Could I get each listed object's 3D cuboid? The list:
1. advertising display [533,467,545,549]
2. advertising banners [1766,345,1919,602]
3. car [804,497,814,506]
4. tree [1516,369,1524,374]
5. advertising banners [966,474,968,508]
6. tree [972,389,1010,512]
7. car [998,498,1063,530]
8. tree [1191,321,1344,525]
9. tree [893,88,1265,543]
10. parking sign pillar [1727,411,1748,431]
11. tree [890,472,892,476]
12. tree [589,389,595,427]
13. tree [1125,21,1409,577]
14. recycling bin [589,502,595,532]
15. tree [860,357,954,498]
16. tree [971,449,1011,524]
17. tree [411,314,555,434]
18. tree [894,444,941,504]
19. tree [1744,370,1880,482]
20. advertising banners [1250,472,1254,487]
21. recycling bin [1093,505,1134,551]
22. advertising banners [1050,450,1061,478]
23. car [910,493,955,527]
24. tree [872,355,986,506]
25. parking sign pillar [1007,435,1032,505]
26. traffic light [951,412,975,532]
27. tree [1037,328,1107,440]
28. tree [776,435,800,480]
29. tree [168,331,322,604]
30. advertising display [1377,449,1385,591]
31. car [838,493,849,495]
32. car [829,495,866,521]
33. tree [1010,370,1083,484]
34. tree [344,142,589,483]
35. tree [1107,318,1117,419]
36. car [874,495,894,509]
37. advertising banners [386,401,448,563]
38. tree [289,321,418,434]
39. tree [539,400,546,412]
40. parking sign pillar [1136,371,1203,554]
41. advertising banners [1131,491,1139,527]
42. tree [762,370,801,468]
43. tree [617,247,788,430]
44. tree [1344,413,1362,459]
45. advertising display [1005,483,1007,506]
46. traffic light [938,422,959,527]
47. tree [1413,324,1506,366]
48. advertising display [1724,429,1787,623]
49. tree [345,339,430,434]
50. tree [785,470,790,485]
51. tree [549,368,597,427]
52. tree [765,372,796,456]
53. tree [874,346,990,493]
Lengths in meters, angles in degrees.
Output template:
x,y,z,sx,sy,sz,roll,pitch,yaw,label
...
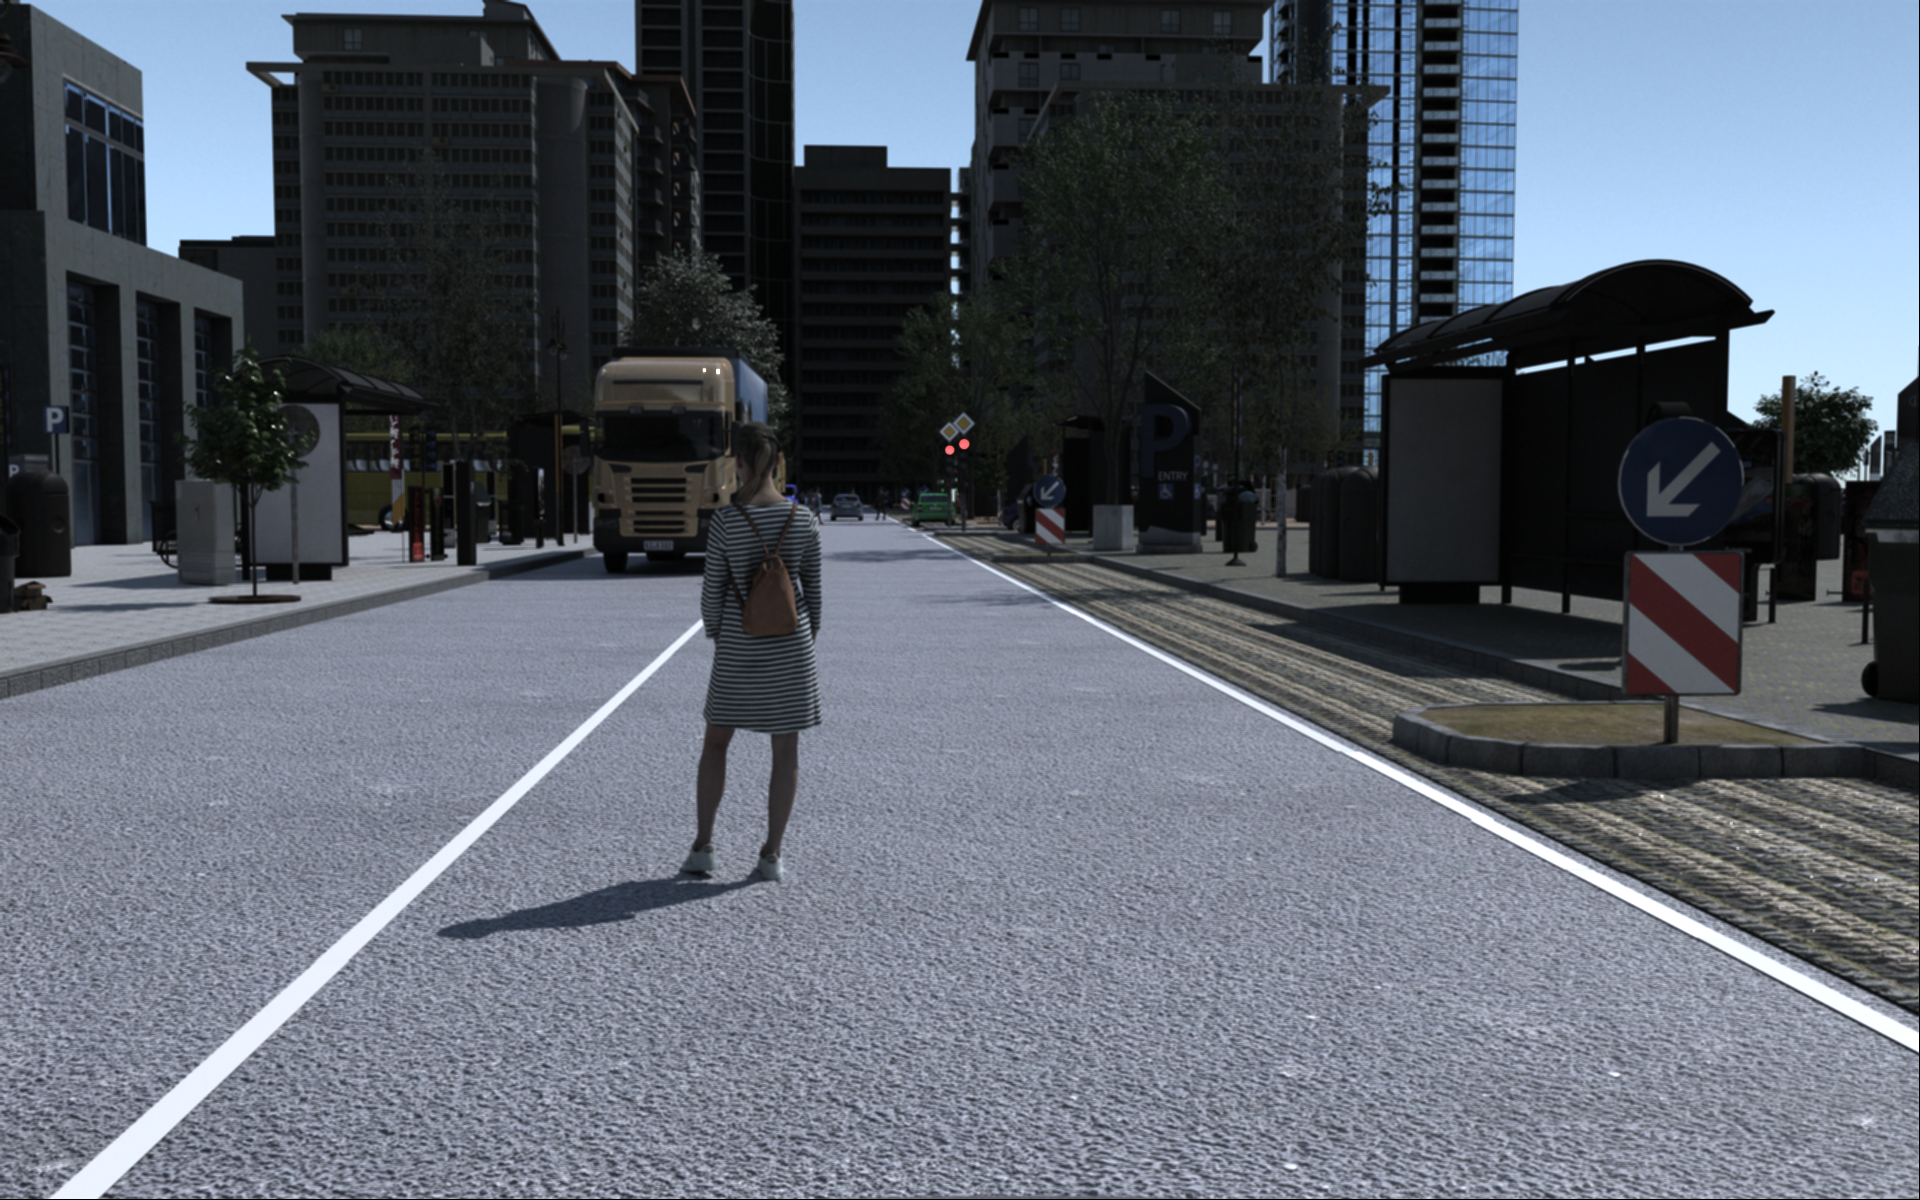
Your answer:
x,y,z,sx,sy,sz,roll,pitch,yaw,label
-9.967,-2.191,41.044,0.123,1.923,0.974,0,4,-6,advertising display
10.736,-1.488,20.525,2.074,3.025,0.090,1,4,23,advertising banners
-17.913,-12.188,208.870,1.945,1.707,3.694,0,4,-4,car
26.296,-8.370,87.218,4.737,8.622,4.395,0,3,0,tree
0.411,-5.868,92.125,0.090,3.025,2.074,0,4,4,advertising banners
2.688,-10.452,121.258,4.737,8.622,4.395,0,3,0,tree
3.355,-3.045,62.373,3.894,1.354,1.945,0,4,-3,car
12.286,-7.378,70.996,4.737,8.622,4.395,0,3,0,tree
4.011,-7.286,44.881,9.928,11.665,9.643,0,3,0,tree
22.731,-3.814,50.823,1.447,3.967,1.447,3,5,39,parking sign pillar
-7.817,-16.345,217.610,4.737,8.622,4.395,0,3,0,tree
-21.955,-8.919,96.195,4.360,8.622,3.978,0,3,0,tree
4.749,-4.666,26.654,4.360,8.622,3.978,0,3,0,tree
-12.749,-2.789,58.153,0.722,1.027,0.722,1,4,20,recycling bin
-3.898,-14.974,155.199,12.009,13.543,11.850,0,3,0,tree
1.377,-4.922,75.082,1.663,3.219,1.824,0,3,0,tree
-23.931,-9.384,87.842,7.601,10.594,8.767,0,4,-2,tree
-2.861,-11.783,143.012,4.737,8.622,4.395,0,3,0,tree
22.580,-3.813,46.057,4.285,4.588,4.351,0,3,0,tree
23.951,-8.751,139.269,2.074,3.025,0.090,-3,5,-42,advertising banners
3.488,-1.642,39.398,0.722,1.027,0.722,2,4,29,recycling bin
4.274,-4.380,67.806,0.090,3.025,2.074,-3,5,-43,advertising banners
-1.193,-4.121,76.177,1.959,1.807,4.718,0,4,-4,car
-1.717,-10.834,111.553,7.601,10.594,8.767,1,4,19,tree
2.736,-5.580,79.706,1.447,3.967,1.447,-3,5,-42,parking sign pillar
0.107,-4.302,59.258,0.839,4.253,0.868,0,4,-4,traffic light
5.645,-7.410,71.509,4.360,8.622,3.978,0,3,0,tree
-20.837,-15.372,201.686,4.360,8.622,3.978,0,3,0,tree
-8.350,-1.596,20.695,1.663,3.219,1.824,0,3,0,tree
5.995,-1.078,22.835,0.974,1.923,0.123,0,4,-4,advertising display
-13.030,-11.253,193.581,1.945,1.707,3.694,0,4,-3,car
-6.124,-5.009,93.894,2.014,1.417,4.499,0,4,-3,car
5.460,-9.340,103.067,4.737,8.622,4.395,0,3,0,tree
-10.578,-5.260,36.356,4.360,8.622,3.978,0,3,0,tree
7.384,-6.452,55.848,4.360,8.622,3.978,0,3,0,tree
-7.242,-9.297,164.589,1.945,1.354,3.894,0,4,-2,car
-10.194,-2.220,32.477,0.090,3.025,2.074,1,4,13,advertising banners
-36.440,-10.857,103.270,9.928,11.665,9.643,0,3,0,tree
-29.780,-10.735,125.878,4.737,8.622,4.395,0,3,0,tree
4.544,-2.997,37.477,1.447,3.967,1.447,2,4,32,parking sign pillar
7.500,-4.350,67.310,2.074,3.025,0.090,-1,4,-14,advertising banners
-18.227,-14.571,156.368,7.486,12.596,7.792,0,3,0,tree
-13.075,-11.168,89.259,9.857,13.997,8.962,0,3,0,tree
23.816,-9.956,113.150,4.737,8.622,4.395,0,3,0,tree
2.540,-4.700,82.061,0.974,1.923,0.123,3,4,37,advertising display
-0.433,-4.789,67.225,0.839,4.253,0.868,0,4,-4,traffic light
20.104,-7.497,72.933,4.737,8.622,4.395,0,3,0,tree
7.947,-0.758,17.602,0.123,1.923,0.974,-1,4,-21,advertising display
-26.791,-7.971,80.682,4.737,8.622,4.395,0,3,0,tree
-20.059,-12.483,187.816,4.285,4.588,4.351,0,3,0,tree
-21.034,-9.257,101.715,4.737,8.622,4.395,0,3,0,tree
-17.445,-13.222,141.935,9.928,11.665,9.643,0,3,0,tree
-2.111,-13.233,133.374,9.611,12.733,9.660,0,3,0,tree
